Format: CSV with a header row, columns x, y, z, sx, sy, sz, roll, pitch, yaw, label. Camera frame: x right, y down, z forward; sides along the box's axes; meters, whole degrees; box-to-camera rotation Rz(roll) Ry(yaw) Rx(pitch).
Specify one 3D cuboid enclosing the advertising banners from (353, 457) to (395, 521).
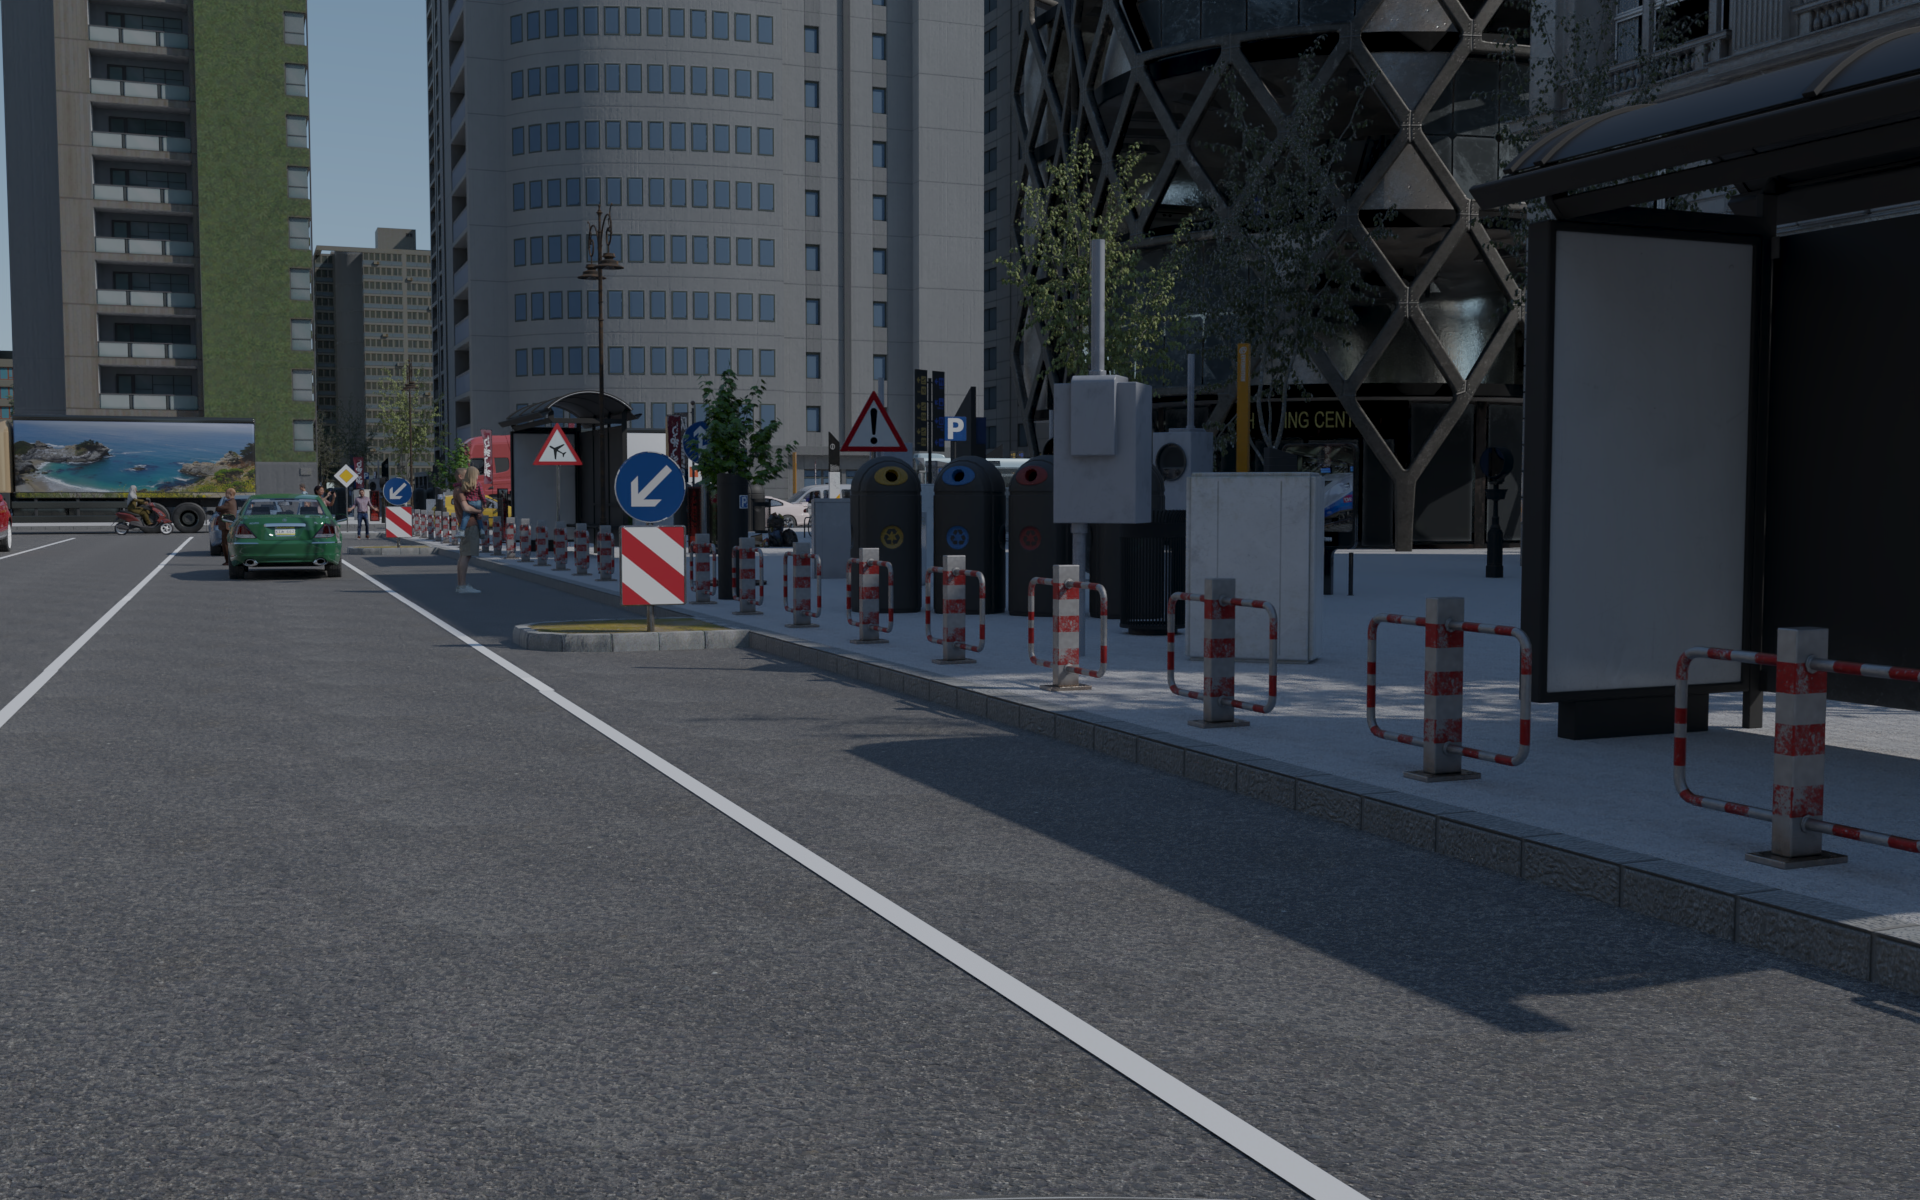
x,y,z,sx,sy,sz,roll,pitch,yaw,label
-27.422,-5.196,81.148,2.074,3.025,0.090,0,4,7,advertising banners

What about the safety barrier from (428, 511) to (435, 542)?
x,y,z,sx,sy,sz,roll,pitch,yaw,label
-14.098,-1.989,46.790,0.300,0.817,1.120,-1,4,-23,safety barrier

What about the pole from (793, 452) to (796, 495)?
x,y,z,sx,sy,sz,roll,pitch,yaw,label
-8.085,-5.555,84.663,0.158,3.312,0.155,0,3,0,pole

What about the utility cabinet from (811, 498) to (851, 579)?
x,y,z,sx,sy,sz,roll,pitch,yaw,label
-1.744,-0.934,26.428,1.020,1.237,0.306,-1,4,-14,utility cabinet

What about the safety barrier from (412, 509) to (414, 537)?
x,y,z,sx,sy,sz,roll,pitch,yaw,label
-16.318,-2.314,52.102,0.300,0.817,1.120,-1,4,-23,safety barrier

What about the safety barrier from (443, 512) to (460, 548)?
x,y,z,sx,sy,sz,roll,pitch,yaw,label
-12.618,-1.772,43.240,0.300,0.817,1.120,-1,4,-23,safety barrier

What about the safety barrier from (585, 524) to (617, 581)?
x,y,z,sx,sy,sz,roll,pitch,yaw,label
-5.223,-0.688,25.526,0.300,0.817,1.120,-1,4,-23,safety barrier

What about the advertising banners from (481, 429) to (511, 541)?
x,y,z,sx,sy,sz,roll,pitch,yaw,label
-12.521,-3.136,47.460,0.090,3.025,2.074,1,4,18,advertising banners

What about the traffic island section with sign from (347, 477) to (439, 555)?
x,y,z,sx,sy,sz,roll,pitch,yaw,label
-13.705,-2.024,41.717,1.989,1.847,2.006,-1,4,-23,traffic island section with sign

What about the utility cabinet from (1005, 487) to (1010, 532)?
x,y,z,sx,sy,sz,roll,pitch,yaw,label
1.562,-2.998,57.693,1.173,1.500,0.318,1,4,11,utility cabinet

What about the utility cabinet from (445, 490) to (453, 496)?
x,y,z,sx,sy,sz,roll,pitch,yaw,label
-23.333,-4.344,79.707,0.318,1.500,1.173,-2,4,-35,utility cabinet

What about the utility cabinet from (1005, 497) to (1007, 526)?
x,y,z,sx,sy,sz,roll,pitch,yaw,label
1.215,-2.766,56.390,0.306,1.237,1.020,-1,4,-19,utility cabinet

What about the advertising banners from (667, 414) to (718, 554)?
x,y,z,sx,sy,sz,roll,pitch,yaw,label
-5.718,-2.523,37.433,0.090,3.025,2.074,-3,5,-44,advertising banners

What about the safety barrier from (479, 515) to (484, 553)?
x,y,z,sx,sy,sz,roll,pitch,yaw,label
-10.398,-1.447,37.929,0.300,0.817,1.120,-1,4,-23,safety barrier

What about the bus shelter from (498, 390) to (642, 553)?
x,y,z,sx,sy,sz,roll,pitch,yaw,label
-8.258,-2.596,36.368,2.014,3.302,5.546,-1,4,-23,bus shelter

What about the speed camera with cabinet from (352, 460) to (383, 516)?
x,y,z,sx,sy,sz,roll,pitch,yaw,label
-34.385,-6.496,100.540,2.038,3.252,0.660,2,4,27,speed camera with cabinet

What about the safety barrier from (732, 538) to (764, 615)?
x,y,z,sx,sy,sz,roll,pitch,yaw,label
-2.263,-0.255,18.438,0.300,0.817,1.120,-1,4,-23,safety barrier

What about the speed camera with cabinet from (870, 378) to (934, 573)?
x,y,z,sx,sy,sz,roll,pitch,yaw,label
-0.892,-2.117,28.946,0.660,3.252,2.038,-2,4,-24,speed camera with cabinet

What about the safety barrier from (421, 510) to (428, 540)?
x,y,z,sx,sy,sz,roll,pitch,yaw,label
-14.837,-2.097,48.559,0.300,0.817,1.120,-1,4,-23,safety barrier

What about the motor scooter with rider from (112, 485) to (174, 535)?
x,y,z,sx,sy,sz,roll,pitch,yaw,label
-28.595,-3.154,60.535,1.986,1.779,0.876,-1,4,-23,motor scooter with rider

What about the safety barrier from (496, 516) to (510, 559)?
x,y,z,sx,sy,sz,roll,pitch,yaw,label
-8.920,-1.230,34.388,0.300,0.817,1.120,-1,4,-23,safety barrier

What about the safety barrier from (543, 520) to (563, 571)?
x,y,z,sx,sy,sz,roll,pitch,yaw,label
-6.707,-0.905,29.075,0.300,0.817,1.120,-1,4,-23,safety barrier

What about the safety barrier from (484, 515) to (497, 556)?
x,y,z,sx,sy,sz,roll,pitch,yaw,label
-9.661,-1.338,36.159,0.300,0.817,1.120,-1,4,-23,safety barrier

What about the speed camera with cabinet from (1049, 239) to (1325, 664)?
x,y,z,sx,sy,sz,roll,pitch,yaw,label
1.785,-1.173,13.513,2.038,3.252,0.660,1,4,19,speed camera with cabinet

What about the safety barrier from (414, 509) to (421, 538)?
x,y,z,sx,sy,sz,roll,pitch,yaw,label
-15.579,-2.205,50.330,0.300,0.817,1.120,-1,4,-23,safety barrier

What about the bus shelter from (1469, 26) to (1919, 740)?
x,y,z,sx,sy,sz,roll,pitch,yaw,label
4.629,-0.792,6.869,2.014,3.302,5.546,-1,4,-23,bus shelter

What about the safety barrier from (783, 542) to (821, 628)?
x,y,z,sx,sy,sz,roll,pitch,yaw,label
-1.522,-0.146,16.670,0.300,0.817,1.120,-1,4,-23,safety barrier

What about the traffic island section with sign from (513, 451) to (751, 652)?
x,y,z,sx,sy,sz,roll,pitch,yaw,label
-3.249,-0.494,16.702,1.989,1.847,2.006,-1,4,-23,traffic island section with sign

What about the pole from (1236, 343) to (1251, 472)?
x,y,z,sx,sy,sz,roll,pitch,yaw,label
3.851,-1.818,23.570,0.158,3.312,0.155,0,3,0,pole

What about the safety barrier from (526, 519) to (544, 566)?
x,y,z,sx,sy,sz,roll,pitch,yaw,label
-7.448,-1.014,30.848,0.300,0.817,1.120,-1,4,-23,safety barrier

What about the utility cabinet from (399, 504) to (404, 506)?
x,y,z,sx,sy,sz,roll,pitch,yaw,label
-32.859,-5.676,101.474,0.318,1.500,1.173,1,4,15,utility cabinet

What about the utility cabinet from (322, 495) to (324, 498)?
x,y,z,sx,sy,sz,roll,pitch,yaw,label
-48.079,-7.515,131.553,1.173,1.500,0.318,1,4,12,utility cabinet

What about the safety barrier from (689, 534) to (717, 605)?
x,y,z,sx,sy,sz,roll,pitch,yaw,label
-3.002,-0.363,20.207,0.300,0.817,1.120,-1,4,-23,safety barrier

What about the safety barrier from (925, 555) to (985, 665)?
x,y,z,sx,sy,sz,roll,pitch,yaw,label
-0.044,0.071,13.121,0.300,0.817,1.120,-1,4,-23,safety barrier

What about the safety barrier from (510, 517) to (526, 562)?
x,y,z,sx,sy,sz,roll,pitch,yaw,label
-8.187,-1.122,32.617,0.300,0.817,1.120,-1,4,-23,safety barrier

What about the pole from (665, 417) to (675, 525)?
x,y,z,sx,sy,sz,roll,pitch,yaw,label
-7.644,-3.168,45.647,0.158,3.312,0.155,0,3,0,pole

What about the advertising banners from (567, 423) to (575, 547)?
x,y,z,sx,sy,sz,roll,pitch,yaw,label
-9.532,-2.776,41.579,0.090,3.025,2.074,0,4,4,advertising banners

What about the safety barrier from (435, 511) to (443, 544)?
x,y,z,sx,sy,sz,roll,pitch,yaw,label
-13.358,-1.880,45.014,0.300,0.817,1.120,-1,4,-23,safety barrier

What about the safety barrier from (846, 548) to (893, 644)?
x,y,z,sx,sy,sz,roll,pitch,yaw,label
-0.781,-0.038,14.891,0.300,0.817,1.120,-1,4,-23,safety barrier

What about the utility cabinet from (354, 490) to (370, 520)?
x,y,z,sx,sy,sz,roll,pitch,yaw,label
-29.611,-4.715,85.773,0.318,1.500,1.173,0,4,7,utility cabinet

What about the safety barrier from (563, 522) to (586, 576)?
x,y,z,sx,sy,sz,roll,pitch,yaw,label
-5.964,-0.797,27.299,0.300,0.817,1.120,-1,4,-23,safety barrier
